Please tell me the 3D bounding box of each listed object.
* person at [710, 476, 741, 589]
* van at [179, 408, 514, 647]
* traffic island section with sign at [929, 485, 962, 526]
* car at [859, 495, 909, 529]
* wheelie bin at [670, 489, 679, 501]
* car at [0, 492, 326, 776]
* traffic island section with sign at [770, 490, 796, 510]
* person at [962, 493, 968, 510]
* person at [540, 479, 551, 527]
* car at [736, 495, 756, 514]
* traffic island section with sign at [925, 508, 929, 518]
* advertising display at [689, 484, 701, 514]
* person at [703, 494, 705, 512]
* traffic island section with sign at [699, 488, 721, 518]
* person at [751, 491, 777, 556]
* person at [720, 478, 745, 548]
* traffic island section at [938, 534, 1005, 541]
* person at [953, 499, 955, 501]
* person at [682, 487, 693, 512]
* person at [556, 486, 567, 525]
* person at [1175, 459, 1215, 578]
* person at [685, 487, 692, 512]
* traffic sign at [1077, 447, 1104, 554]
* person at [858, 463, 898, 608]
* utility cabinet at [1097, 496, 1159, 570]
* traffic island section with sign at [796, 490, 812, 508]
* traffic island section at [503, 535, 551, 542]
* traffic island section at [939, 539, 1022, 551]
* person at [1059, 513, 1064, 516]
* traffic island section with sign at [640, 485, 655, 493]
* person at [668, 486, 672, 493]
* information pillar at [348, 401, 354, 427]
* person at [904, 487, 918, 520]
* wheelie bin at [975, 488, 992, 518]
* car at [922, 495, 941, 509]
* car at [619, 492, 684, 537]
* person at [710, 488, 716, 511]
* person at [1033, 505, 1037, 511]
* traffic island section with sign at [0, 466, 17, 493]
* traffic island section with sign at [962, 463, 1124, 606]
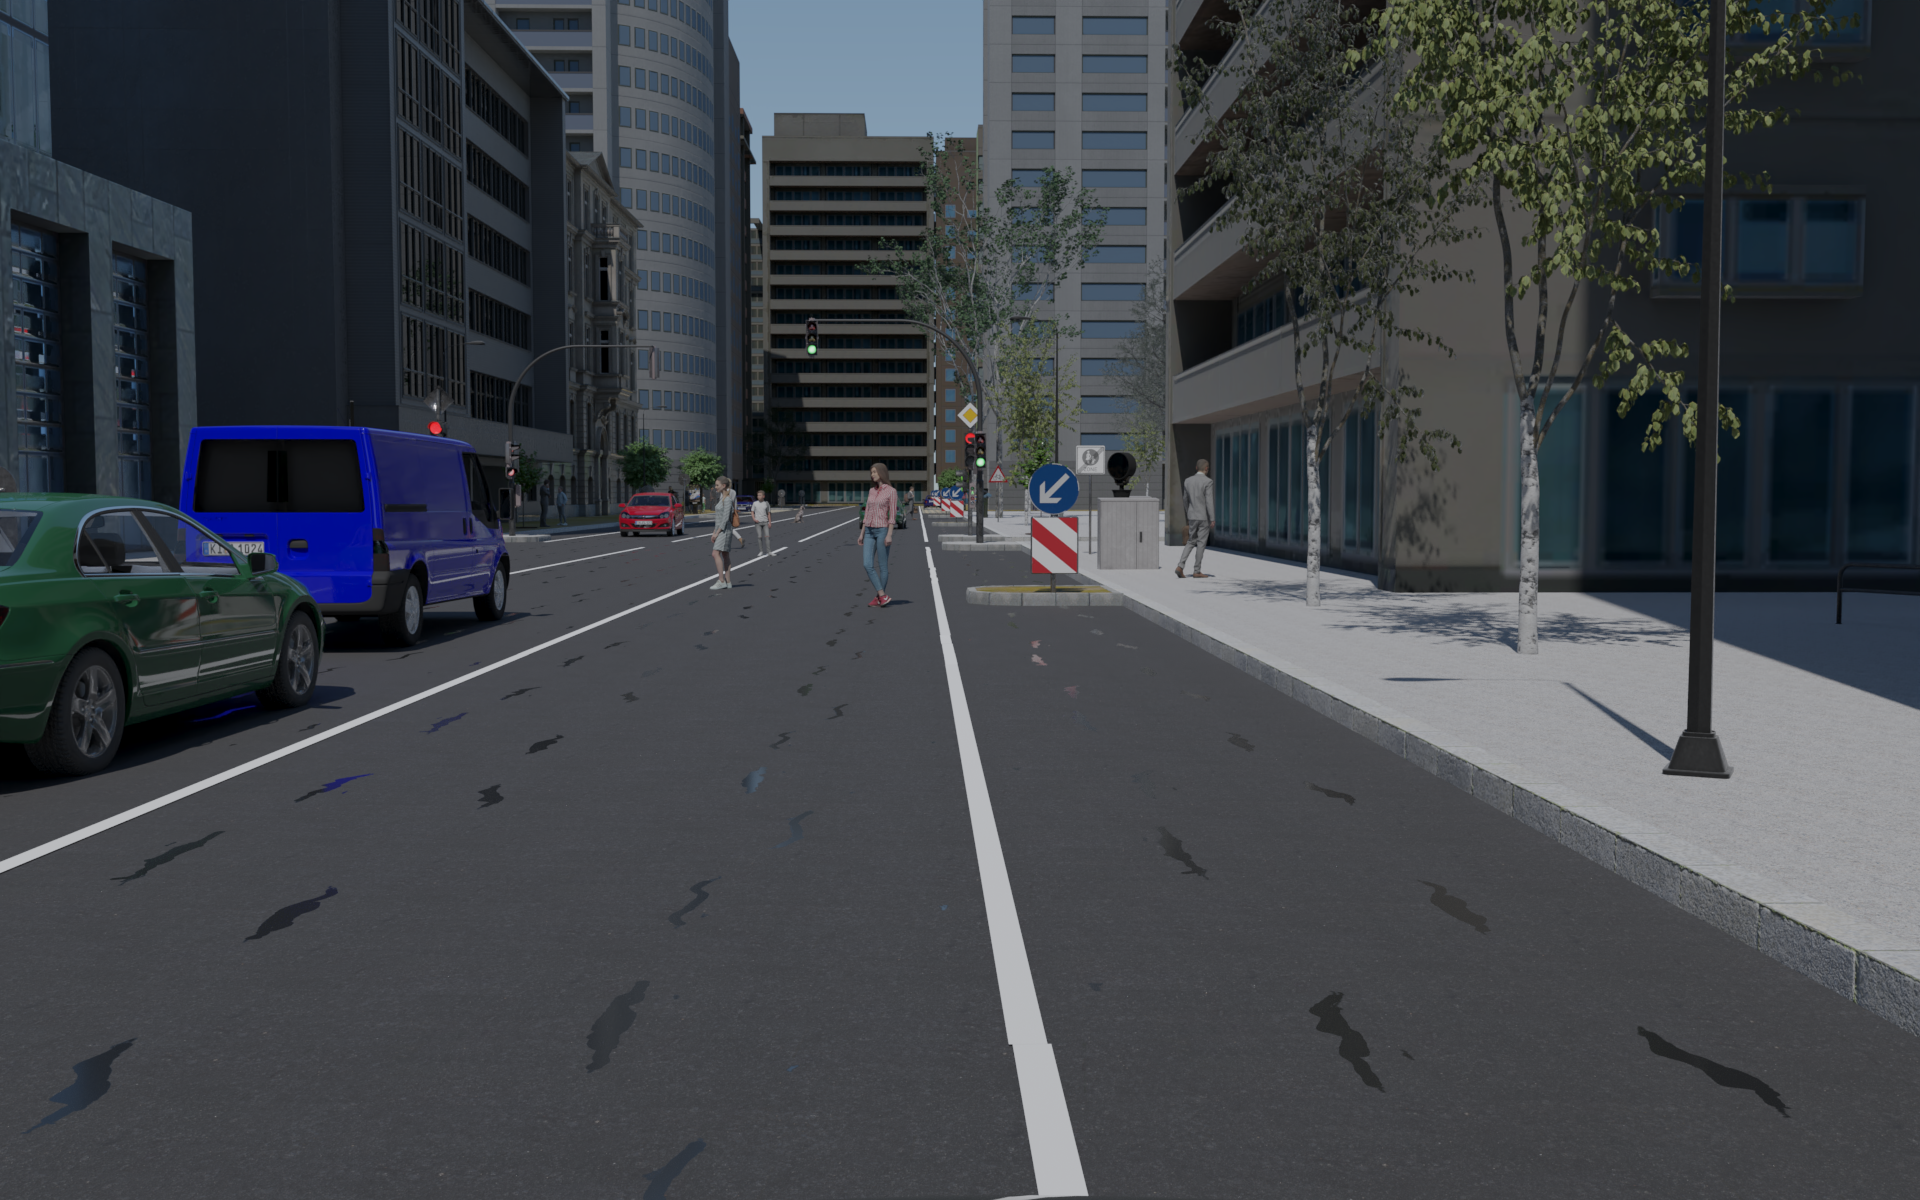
[{"bbox_3d":[-3.588,-1.027,26.297,0.522,1.701,0.512,-1,4,-20],"label":"person"},{"bbox_3d":[-6.103,-0.825,17.869,2.240,2.365,5.245,0,4,-1],"label":"van"},{"bbox_3d":[-0.273,-4.236,77.890,1.989,1.847,2.006,0,4,-1],"label":"traffic island section with sign"},{"bbox_3d":[-3.186,-3.678,71.927,2.131,1.459,4.920,0,4,0],"label":"car"},{"bbox_3d":[-16.933,-5.767,102.195,0.693,1.594,0.980,-1,4,-10],"label":"wheelie bin"},{"bbox_3d":[-5.331,0.096,10.233,2.131,1.459,4.920,0,3,0],"label":"car"},{"bbox_3d":[-15.916,-8.943,154.853,1.989,1.847,2.006,0,4,-1],"label":"traffic island section with sign"},{"bbox_3d":[0.263,-8.100,139.201,0.721,1.743,1.217,-3,4,-36],"label":"person"},{"bbox_3d":[-16.128,-3.766,67.422,0.447,1.846,0.655,-2,4,-32],"label":"person"},{"bbox_3d":[-15.302,-6.747,122.900,1.945,1.354,3.894,0,4,-1],"label":"car"},{"bbox_3d":[-0.943,-5.893,104.984,1.989,1.847,2.006,0,4,-1],"label":"traffic island section with sign"},{"bbox_3d":[-16.916,-6.450,110.665,0.974,1.923,0.123,3,4,35],"label":"advertising display"},{"bbox_3d":[-18.083,-6.830,121.965,0.306,1.304,0.590,-1,4,-11],"label":"person"},{"bbox_3d":[-14.664,-5.864,104.506,1.989,1.847,2.006,0,4,-1],"label":"traffic island section with sign"},{"bbox_3d":[-4.532,-1.767,39.989,0.503,1.515,0.523,-3,5,-42],"label":"person"},{"bbox_3d":[-5.974,-2.236,44.935,0.818,1.842,0.514,1,4,13],"label":"person"},{"bbox_3d":[0.334,-1.897,53.299,2.009,0.180,2.903,0,4,-1],"label":"traffic island section"},{"bbox_3d":[-0.664,-11.964,202.449,0.445,1.727,0.742,-1,4,-21],"label":"person"},{"bbox_3d":[-19.470,-7.228,124.430,0.699,1.804,1.509,-2,4,-31],"label":"person"},{"bbox_3d":[-16.438,-3.883,71.340,0.589,1.601,0.330,3,5,43],"label":"person"},{"bbox_3d":[3.653,-1.242,26.478,0.709,1.813,0.853,3,5,43],"label":"person"},{"bbox_3d":[-20.010,-7.380,126.892,0.526,1.800,0.537,-2,4,-34],"label":"person"},{"bbox_3d":[2.764,-2.118,36.762,0.606,2.300,0.079,0,4,0],"label":"traffic sign"},{"bbox_3d":[-1.058,-0.825,22.002,0.555,1.821,0.388,2,4,27],"label":"person"},{"bbox_3d":[2.869,-1.123,29.531,1.020,1.237,0.306,0,4,-7],"label":"utility cabinet"},{"bbox_3d":[-16.594,-10.612,182.128,1.989,1.847,2.006,0,4,-1],"label":"traffic island section with sign"},{"bbox_3d":[-13.703,-1.876,52.955,2.009,0.180,2.903,0,4,-1],"label":"traffic island section"},{"bbox_3d":[0.533,-1.409,45.316,2.009,0.180,2.903,0,4,-1],"label":"traffic island section"},{"bbox_3d":[3.563,-3.249,60.971,0.330,1.601,0.589,0,4,0],"label":"person"},{"bbox_3d":[-14.000,-4.216,77.559,1.989,1.847,2.006,0,4,-1],"label":"traffic island section with sign"},{"bbox_3d":[-18.708,-6.382,110.608,0.699,1.804,1.509,-3,5,-44],"label":"person"},{"bbox_3d":[-15.416,-3.216,43.938,0.183,3.616,0.504,-2,4,-26],"label":"information pillar"},{"bbox_3d":[-2.724,-5.280,94.787,0.822,1.834,0.622,0,4,-1],"label":"person"},{"bbox_3d":[1.231,-5.229,93.407,0.980,1.594,0.693,0,4,-3],"label":"wheelie bin"},{"bbox_3d":[-2.469,-8.904,158.165,1.945,1.354,3.894,0,4,-2],"label":"car"},{"bbox_3d":[-10.554,-3.082,59.437,2.155,1.783,4.494,0,4,-2],"label":"car"},{"bbox_3d":[-18.763,-7.646,131.608,0.434,1.755,0.990,-2,4,-29],"label":"person"},{"bbox_3d":[5.812,-7.637,131.846,0.756,1.711,0.436,-1,4,-14],"label":"person"},{"bbox_3d":[-12.604,-0.820,22.041,1.989,1.847,2.006,0,4,-1],"label":"traffic island section with sign"},{"bbox_3d":[1.089,-0.889,23.158,1.989,1.847,2.006,0,4,-1],"label":"traffic island section with sign"}]
